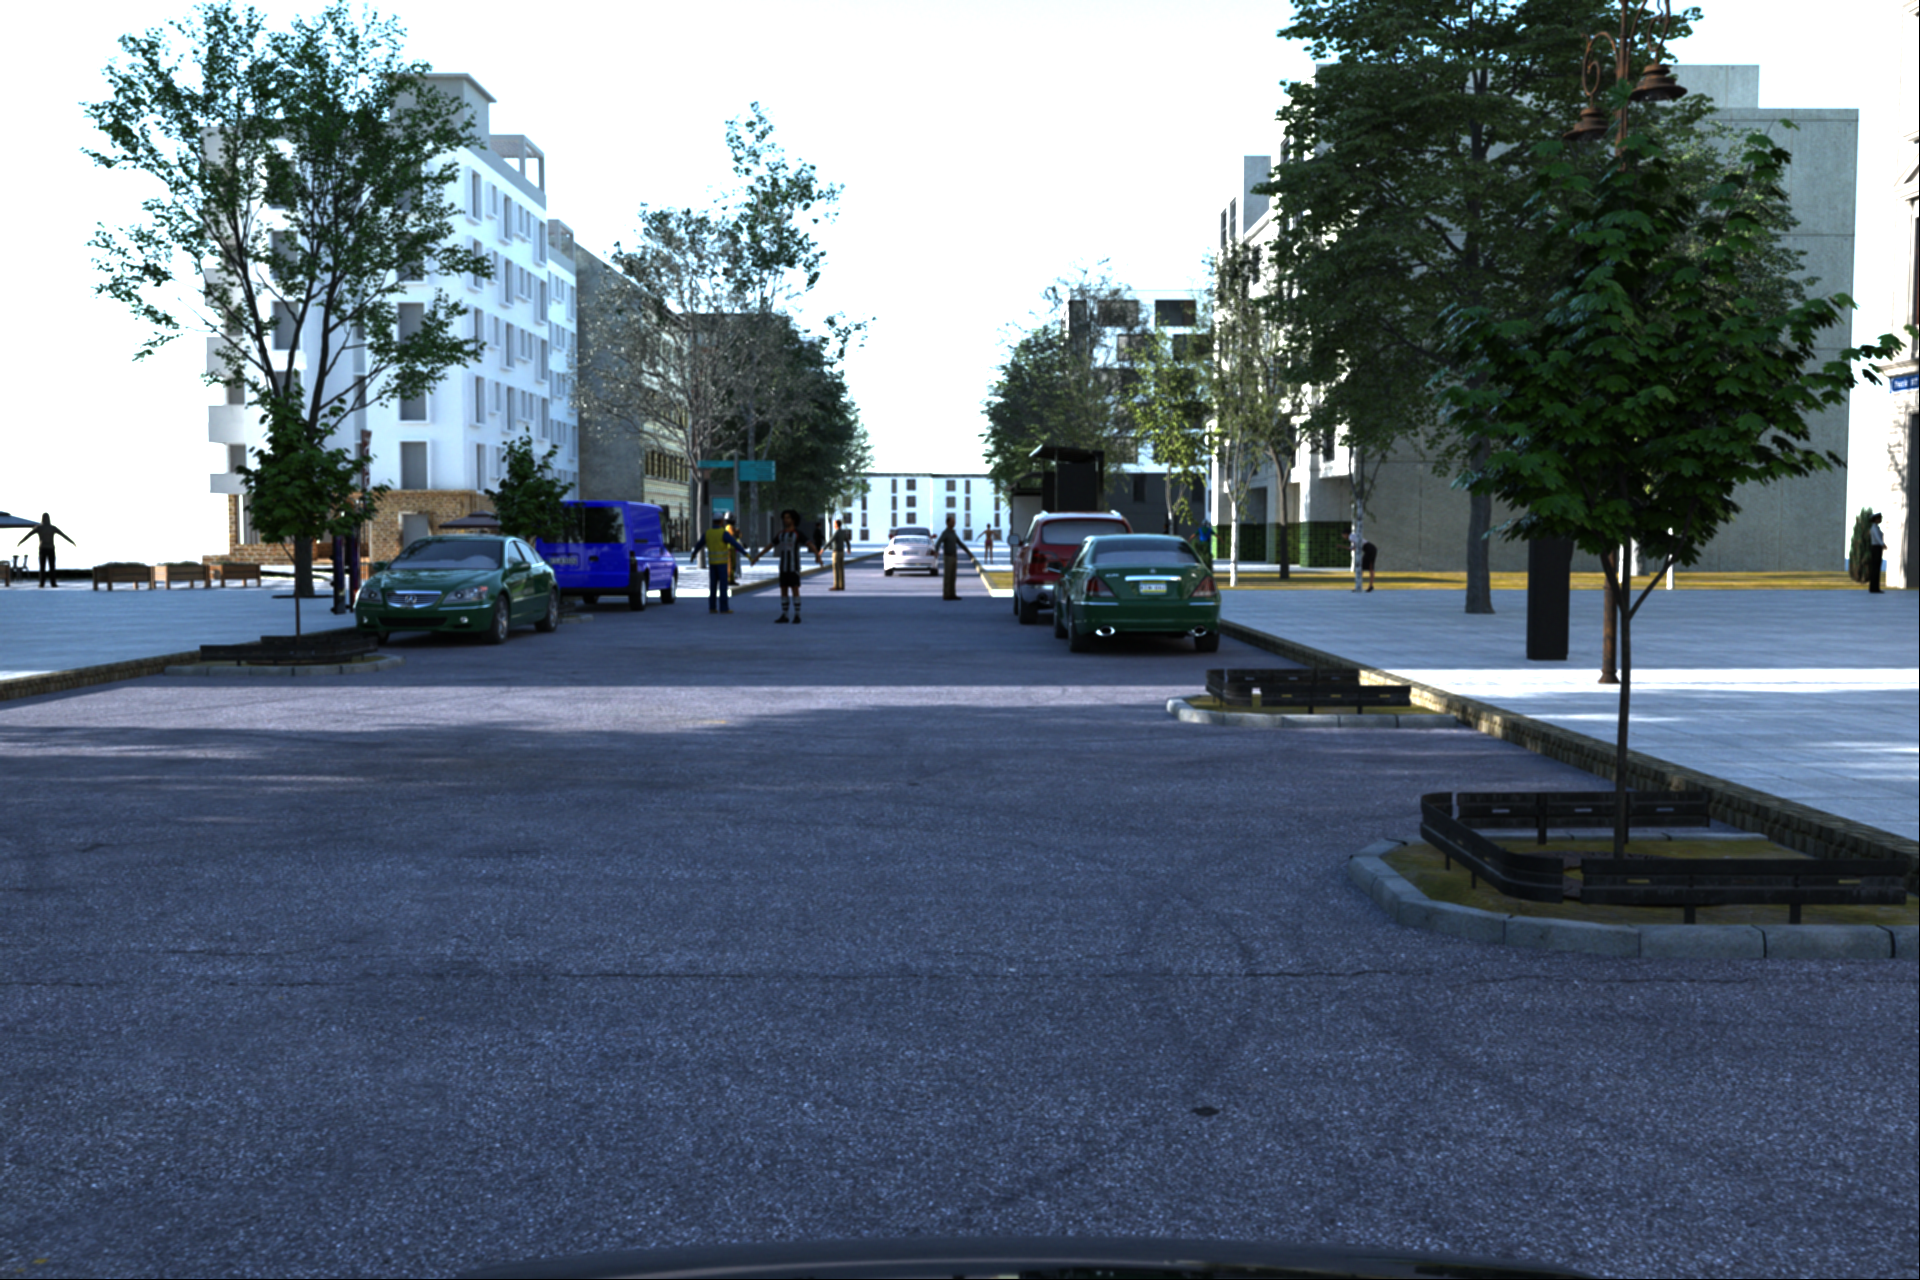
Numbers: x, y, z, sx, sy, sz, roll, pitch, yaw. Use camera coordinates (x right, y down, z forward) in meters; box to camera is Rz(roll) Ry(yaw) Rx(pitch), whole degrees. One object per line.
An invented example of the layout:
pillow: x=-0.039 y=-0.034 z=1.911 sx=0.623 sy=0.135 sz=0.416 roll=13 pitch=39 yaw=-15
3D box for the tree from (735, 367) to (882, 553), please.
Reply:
tree: x=-10.288 y=-12.634 z=116.934 sx=12.009 sy=13.543 sz=11.850 roll=0 pitch=3 yaw=0

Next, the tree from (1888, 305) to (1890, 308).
tree: x=26.283 y=-5.797 z=45.137 sx=4.737 sy=8.622 sz=4.395 roll=0 pitch=3 yaw=0

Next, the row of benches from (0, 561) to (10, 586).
row of benches: x=-25.336 y=-1.625 z=42.027 sx=4.104 sy=0.672 sz=1.422 roll=0 pitch=4 yaw=-3

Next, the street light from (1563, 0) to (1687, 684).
street light: x=5.588 y=-2.565 z=14.732 sx=0.468 sy=5.910 sz=1.993 roll=0 pitch=3 yaw=0

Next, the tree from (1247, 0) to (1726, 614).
tree: x=8.085 y=-6.683 z=27.402 sx=7.486 sy=12.596 sz=7.792 roll=0 pitch=3 yaw=0

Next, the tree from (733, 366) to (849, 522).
tree: x=-10.833 y=-11.489 z=105.979 sx=7.486 sy=12.596 sz=7.792 roll=0 pitch=3 yaw=0

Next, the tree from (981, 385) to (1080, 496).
tree: x=5.294 y=-11.682 z=116.749 sx=9.928 sy=11.665 sz=9.643 roll=0 pitch=3 yaw=0

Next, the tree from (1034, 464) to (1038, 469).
tree: x=5.532 y=-11.483 z=138.107 sx=4.737 sy=8.622 sz=4.395 roll=0 pitch=3 yaw=0

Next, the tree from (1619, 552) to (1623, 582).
tree: x=17.675 y=-5.821 z=45.539 sx=4.737 sy=8.622 sz=4.395 roll=0 pitch=3 yaw=0

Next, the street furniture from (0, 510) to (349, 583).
street furniture: x=-30.862 y=-2.814 z=51.039 sx=27.439 sy=1.986 sz=14.083 roll=0 pitch=4 yaw=-8

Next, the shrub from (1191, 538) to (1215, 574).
shrub: x=5.972 y=-1.998 z=43.781 sx=1.383 sy=1.207 sz=1.383 roll=0 pitch=3 yaw=0

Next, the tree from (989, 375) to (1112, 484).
tree: x=5.621 y=-11.060 z=106.581 sx=9.928 sy=11.665 sz=9.643 roll=0 pitch=3 yaw=0

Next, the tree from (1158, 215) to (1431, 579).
tree: x=9.441 y=-7.033 z=49.405 sx=8.767 sy=10.594 sz=7.601 roll=2 pitch=4 yaw=27

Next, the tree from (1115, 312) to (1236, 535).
tree: x=7.368 y=-6.599 z=58.264 sx=4.737 sy=8.622 sz=4.395 roll=0 pitch=3 yaw=0

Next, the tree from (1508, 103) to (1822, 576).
tree: x=20.857 y=-8.954 z=53.056 sx=9.857 sy=13.997 sz=8.962 roll=0 pitch=3 yaw=0

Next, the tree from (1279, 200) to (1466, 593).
tree: x=8.521 y=-5.347 z=37.781 sx=4.360 sy=8.622 sz=3.978 roll=0 pitch=3 yaw=0

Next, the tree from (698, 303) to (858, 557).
tree: x=-9.994 y=-11.545 z=95.421 sx=9.857 sy=13.997 sz=8.962 roll=0 pitch=3 yaw=0

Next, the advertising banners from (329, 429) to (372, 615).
advertising banners: x=-9.952 y=-1.970 z=28.404 sx=0.090 sy=3.025 sz=2.074 roll=0 pitch=4 yaw=-1

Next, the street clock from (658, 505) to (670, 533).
street clock: x=-7.367 y=-2.353 z=43.045 sx=0.358 sy=2.002 sz=0.471 roll=0 pitch=4 yaw=1

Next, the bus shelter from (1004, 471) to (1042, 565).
bus shelter: x=2.584 y=-3.942 z=58.375 sx=2.014 sy=3.302 sz=5.546 roll=0 pitch=4 yaw=0

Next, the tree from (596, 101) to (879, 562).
tree: x=-10.139 y=-13.622 z=78.615 sx=12.611 sy=20.169 sz=13.585 roll=0 pitch=3 yaw=0

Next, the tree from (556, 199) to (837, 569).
tree: x=-9.603 y=-9.374 z=63.642 sx=12.009 sy=13.543 sz=11.850 roll=0 pitch=3 yaw=0

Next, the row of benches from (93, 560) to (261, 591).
row of benches: x=-18.493 y=-1.554 z=40.866 sx=1.422 sy=0.672 sz=4.104 roll=2 pitch=4 yaw=32

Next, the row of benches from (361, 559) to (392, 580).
row of benches: x=-13.220 y=-1.701 z=43.269 sx=1.422 sy=0.672 sz=4.104 roll=3 pitch=4 yaw=36

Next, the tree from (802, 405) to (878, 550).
tree: x=-10.235 y=-12.892 z=136.540 sx=9.928 sy=11.665 sz=9.643 roll=0 pitch=3 yaw=0

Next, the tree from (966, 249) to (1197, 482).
tree: x=5.361 y=-10.076 z=75.105 sx=12.009 sy=13.543 sz=11.850 roll=0 pitch=3 yaw=0

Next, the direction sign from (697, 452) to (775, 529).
direction sign: x=-7.238 y=-4.156 z=56.719 sx=2.525 sy=3.948 sz=1.411 roll=0 pitch=4 yaw=0

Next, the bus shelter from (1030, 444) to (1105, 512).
bus shelter: x=2.966 y=-3.496 z=48.444 sx=1.731 sy=3.624 sz=6.357 roll=0 pitch=4 yaw=-1

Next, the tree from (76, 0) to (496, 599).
tree: x=-13.210 y=-6.644 z=34.389 sx=9.928 sy=11.665 sz=9.643 roll=0 pitch=3 yaw=0

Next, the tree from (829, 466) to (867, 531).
tree: x=-10.697 y=-11.962 z=145.948 sx=4.360 sy=8.622 sz=3.978 roll=0 pitch=3 yaw=0

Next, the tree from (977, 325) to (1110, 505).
tree: x=4.504 y=-10.789 z=94.521 sx=7.486 sy=12.596 sz=7.792 roll=0 pitch=3 yaw=0

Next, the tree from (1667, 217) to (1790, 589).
tree: x=16.662 y=-5.523 z=40.668 sx=4.360 sy=8.622 sz=3.978 roll=0 pitch=3 yaw=0

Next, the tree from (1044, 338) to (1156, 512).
tree: x=4.919 y=-7.066 z=65.894 sx=4.360 sy=8.622 sz=3.978 roll=0 pitch=3 yaw=0

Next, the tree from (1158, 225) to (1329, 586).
tree: x=6.498 y=-5.621 z=42.258 sx=4.360 sy=8.622 sz=3.978 roll=0 pitch=3 yaw=0

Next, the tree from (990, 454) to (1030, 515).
tree: x=4.754 y=-11.860 z=144.269 sx=4.737 sy=8.622 sz=4.395 roll=0 pitch=3 yaw=0
